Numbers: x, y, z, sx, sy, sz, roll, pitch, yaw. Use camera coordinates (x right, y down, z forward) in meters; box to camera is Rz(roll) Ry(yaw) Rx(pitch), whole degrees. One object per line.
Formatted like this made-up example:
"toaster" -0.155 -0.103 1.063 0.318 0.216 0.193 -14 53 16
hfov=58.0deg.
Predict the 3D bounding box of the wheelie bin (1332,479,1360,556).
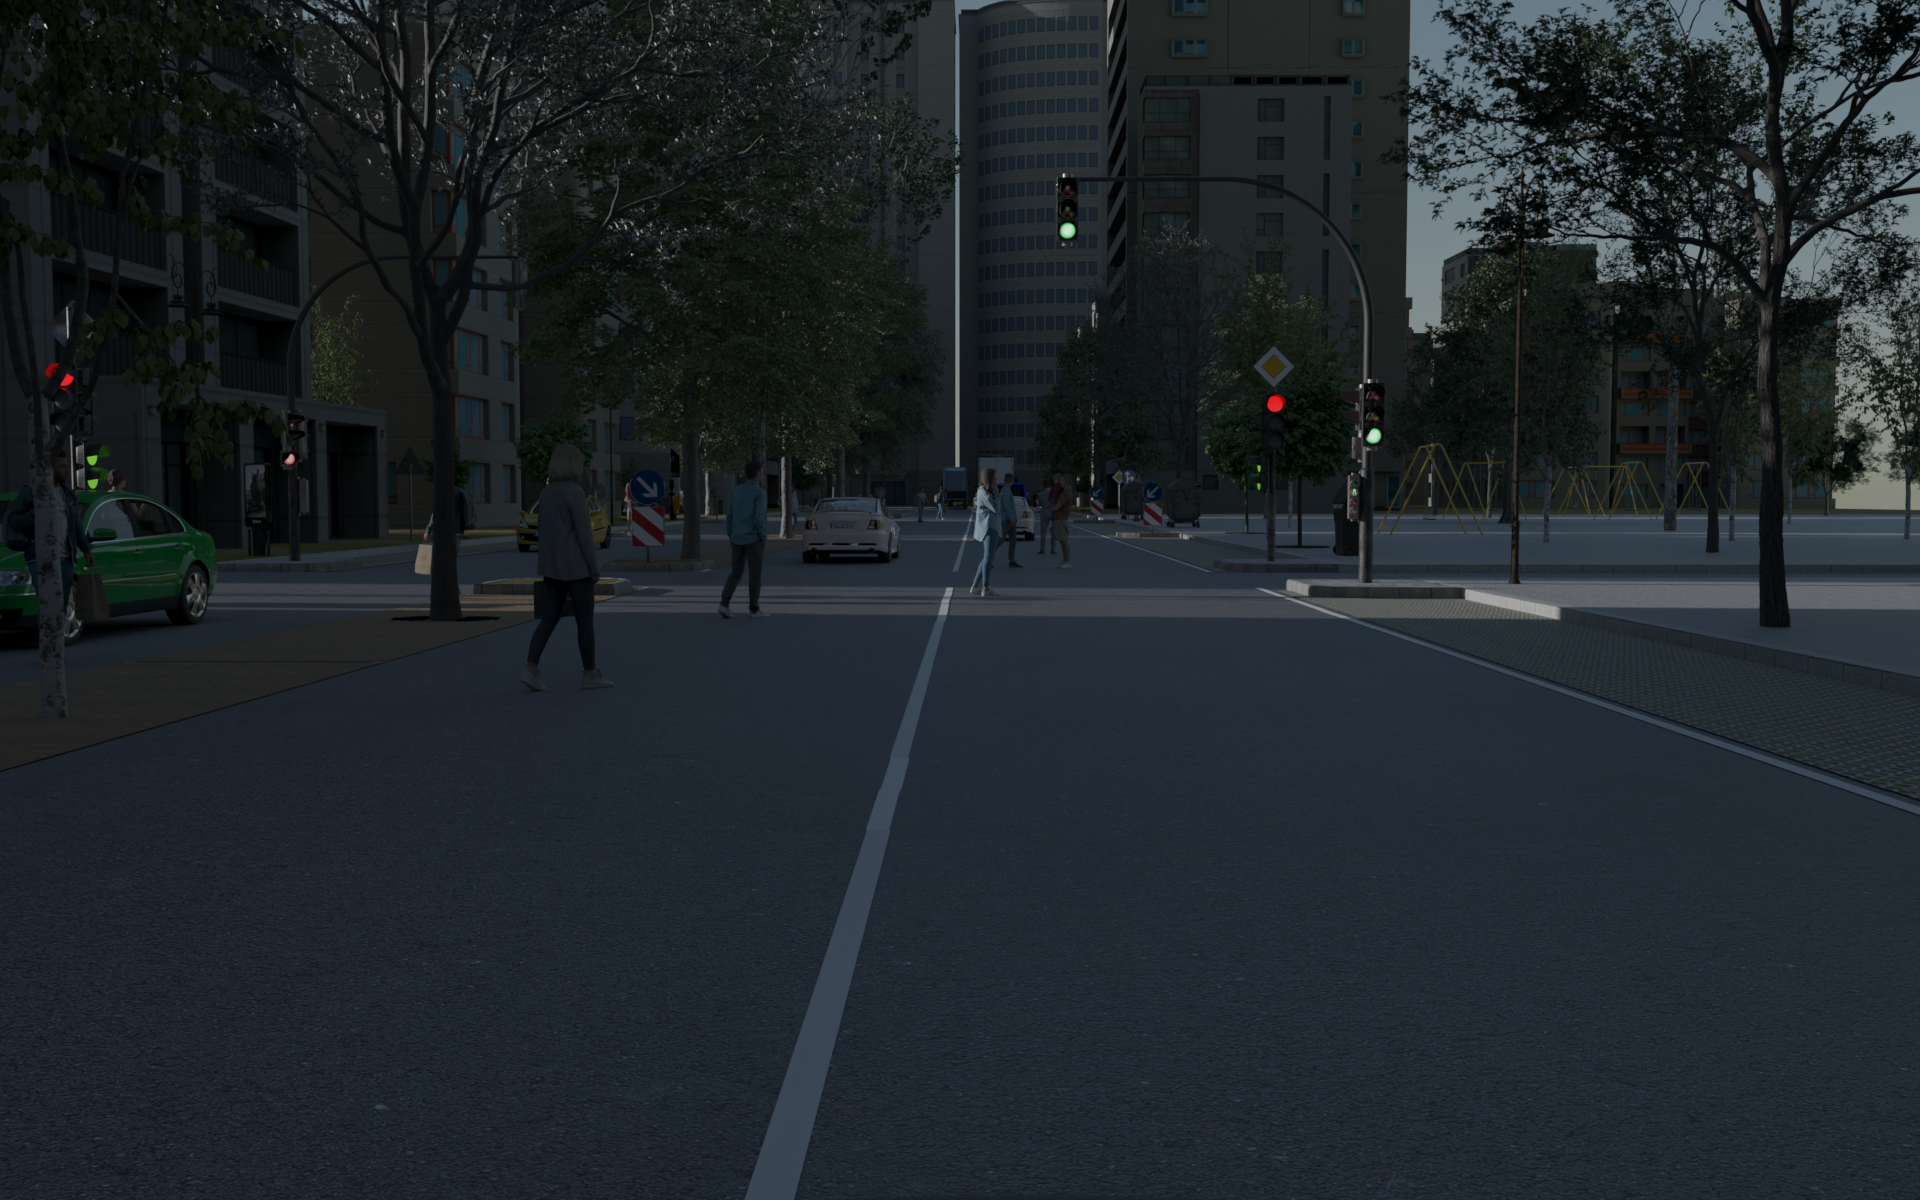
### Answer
"wheelie bin" 8.186 -1.730 36.186 0.693 1.594 0.980 -1 4 -10

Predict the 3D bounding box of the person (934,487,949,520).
"person" -0.996 -5.301 95.150 0.713 1.824 0.794 2 4 31

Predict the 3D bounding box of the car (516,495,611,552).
"car" -10.121 -2.085 44.313 2.015 1.641 3.980 0 4 1

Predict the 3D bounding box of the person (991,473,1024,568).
"person" 0.860 -1.545 33.627 0.748 1.841 0.638 1 4 14

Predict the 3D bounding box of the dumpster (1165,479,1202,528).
"dumpster" 8.546 -3.688 66.059 1.264 1.857 1.865 0 4 1

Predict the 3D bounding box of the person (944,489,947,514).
"person" -1.114 -7.279 127.499 0.705 1.826 1.348 0 4 -7

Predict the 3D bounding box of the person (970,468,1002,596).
"person" 0.369 -0.953 24.354 0.793 1.790 0.793 -3 4 -36

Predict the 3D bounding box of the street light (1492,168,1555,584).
"street light" 7.919 -3.166 24.557 0.468 5.910 1.993 0 4 1

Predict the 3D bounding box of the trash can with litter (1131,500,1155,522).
"trash can with litter" 8.522 -4.238 80.686 1.055 1.170 0.624 0 4 -4

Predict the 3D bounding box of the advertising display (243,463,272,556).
"advertising display" -14.543 -1.876 35.885 0.974 1.923 0.123 3 5 42

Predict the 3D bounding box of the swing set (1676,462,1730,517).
"swing set" 36.486 -5.400 85.912 2.862 2.851 3.119 0 4 5

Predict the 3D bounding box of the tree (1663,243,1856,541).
"tree" 21.369 -5.918 47.121 4.360 8.622 3.978 0 3 0

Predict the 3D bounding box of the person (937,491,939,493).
"person" -2.345 -10.411 179.448 0.721 1.735 1.217 1 4 10

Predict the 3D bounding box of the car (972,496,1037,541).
"car" 1.408 -2.583 54.587 2.083 1.381 4.827 0 4 1

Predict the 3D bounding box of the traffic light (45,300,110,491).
"traffic light" -12.825 -2.214 25.123 0.839 4.253 0.868 0 4 1

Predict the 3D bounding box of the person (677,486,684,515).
"person" -17.002 -6.073 105.602 0.678 1.792 0.850 3 5 45

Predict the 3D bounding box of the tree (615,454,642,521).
"tree" -15.818 -5.491 84.377 1.663 3.219 1.824 0 3 0

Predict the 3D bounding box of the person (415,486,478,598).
"person" -6.910 -0.903 23.242 0.713 1.824 0.794 3 5 42

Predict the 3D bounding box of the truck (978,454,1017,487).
"truck" 2.755 -8.481 127.585 2.839 4.237 11.283 0 4 2

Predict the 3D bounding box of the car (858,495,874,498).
"car" -8.290 -8.507 151.447 2.083 1.381 4.827 0 4 -1

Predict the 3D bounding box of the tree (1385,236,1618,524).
"tree" 23.905 -9.683 75.324 9.611 12.733 9.660 0 3 0

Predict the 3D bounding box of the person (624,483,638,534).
"person" -11.582 -3.219 61.107 0.573 1.828 0.580 2 4 28

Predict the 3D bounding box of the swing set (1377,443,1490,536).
"swing set" 14.822 -3.484 54.584 2.862 2.851 3.119 0 4 6

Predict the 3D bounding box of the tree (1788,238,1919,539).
"tree" 26.762 -6.038 49.089 4.360 8.622 3.978 0 3 0

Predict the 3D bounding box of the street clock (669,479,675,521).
"street clock" -13.934 -4.844 83.775 0.358 2.002 0.471 -1 4 -8

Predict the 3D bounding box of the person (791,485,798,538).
"person" -5.524 -2.928 56.631 0.793 1.790 0.793 0 4 3

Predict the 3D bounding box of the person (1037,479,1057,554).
"person" 2.103 -2.007 41.494 0.511 1.800 0.466 -1 4 -14

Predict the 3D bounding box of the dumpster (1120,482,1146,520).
"dumpster" 8.727 -4.961 86.878 1.264 1.857 1.865 0 4 0

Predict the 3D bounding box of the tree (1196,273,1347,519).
"tree" 16.033 -10.494 89.706 7.486 12.596 7.792 0 3 0

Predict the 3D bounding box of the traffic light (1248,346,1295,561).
"traffic light" 5.920 -2.692 32.927 0.839 4.253 0.868 0 4 1

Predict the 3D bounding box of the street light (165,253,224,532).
"street light" -14.722 -3.710 33.449 0.468 5.910 1.993 0 4 1

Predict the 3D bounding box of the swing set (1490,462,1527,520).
"swing set" 25.864 -5.347 85.046 2.862 2.851 3.119 -2 4 -25

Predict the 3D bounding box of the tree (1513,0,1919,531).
"tree" 25.809 -12.416 58.893 12.611 20.169 13.585 0 3 0

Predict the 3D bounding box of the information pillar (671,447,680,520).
"information pillar" -14.251 -5.830 86.669 0.504 3.616 0.183 1 4 18

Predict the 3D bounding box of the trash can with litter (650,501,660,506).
"trash can with litter" -14.306 -4.269 81.180 0.624 1.170 1.055 1 4 13

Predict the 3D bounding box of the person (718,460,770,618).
"person" -2.504 -0.702 20.002 0.660 1.820 0.620 2 4 35

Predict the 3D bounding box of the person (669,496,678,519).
"person" -14.751 -5.050 89.443 0.563 1.720 0.643 -2 4 -30

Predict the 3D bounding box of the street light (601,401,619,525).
"street light" -14.399 -6.036 71.478 0.468 5.910 1.993 0 4 1

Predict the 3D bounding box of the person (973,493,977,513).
"person" 0.995 -4.985 92.600 0.503 1.515 0.523 -2 4 -25

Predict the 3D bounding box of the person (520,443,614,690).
"person" -2.945 -0.246 12.708 0.709 1.800 0.728 3 5 43

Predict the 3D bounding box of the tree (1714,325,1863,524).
"tree" 35.579 -7.532 73.510 4.737 8.622 4.395 0 3 0

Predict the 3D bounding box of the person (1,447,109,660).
"person" -7.616 -0.376 14.634 0.713 1.824 0.794 3 5 43

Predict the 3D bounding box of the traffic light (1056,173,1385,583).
"traffic light" 3.743 -3.068 24.823 4.771 5.953 1.251 0 4 1

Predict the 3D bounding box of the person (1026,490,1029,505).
"person" 6.615 -10.063 172.902 0.709 1.838 0.599 -3 5 -44

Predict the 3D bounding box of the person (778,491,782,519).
"person" -8.722 -4.599 85.509 0.589 1.601 0.330 0 4 7

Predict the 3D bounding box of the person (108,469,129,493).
"person" -11.069 -0.849 22.957 0.480 1.755 0.524 0 4 -1

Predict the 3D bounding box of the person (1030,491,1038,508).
"person" 6.645 -8.950 155.346 0.721 1.766 1.217 -2 4 -33

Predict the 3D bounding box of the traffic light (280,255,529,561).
"traffic light" -10.648 -3.575 33.121 4.771 5.953 1.251 0 4 1

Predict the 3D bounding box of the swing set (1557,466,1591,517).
"swing set" 35.650 -6.054 96.601 3.119 2.851 2.862 -1 4 -10

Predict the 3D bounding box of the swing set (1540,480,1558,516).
"swing set" 35.722 -6.307 100.738 2.862 2.851 3.119 3 4 38

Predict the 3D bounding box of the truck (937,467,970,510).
"truck" -0.635 -10.773 165.889 2.967 4.110 18.799 0 4 1

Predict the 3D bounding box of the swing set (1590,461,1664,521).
"swing set" 32.745 -5.308 84.407 2.862 2.851 3.119 0 4 6

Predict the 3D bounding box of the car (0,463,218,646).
"car" -9.259 -0.542 17.653 1.959 1.807 4.718 0 4 0

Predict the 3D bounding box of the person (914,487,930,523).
"person" -1.961 -4.796 87.188 0.678 1.792 0.850 -2 4 -28

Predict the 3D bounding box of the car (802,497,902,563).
"car" -2.323 -1.537 37.491 2.083 1.381 4.827 0 4 2

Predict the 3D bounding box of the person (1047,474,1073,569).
"person" 1.965 -1.531 33.512 0.580 1.828 0.573 3 4 37
